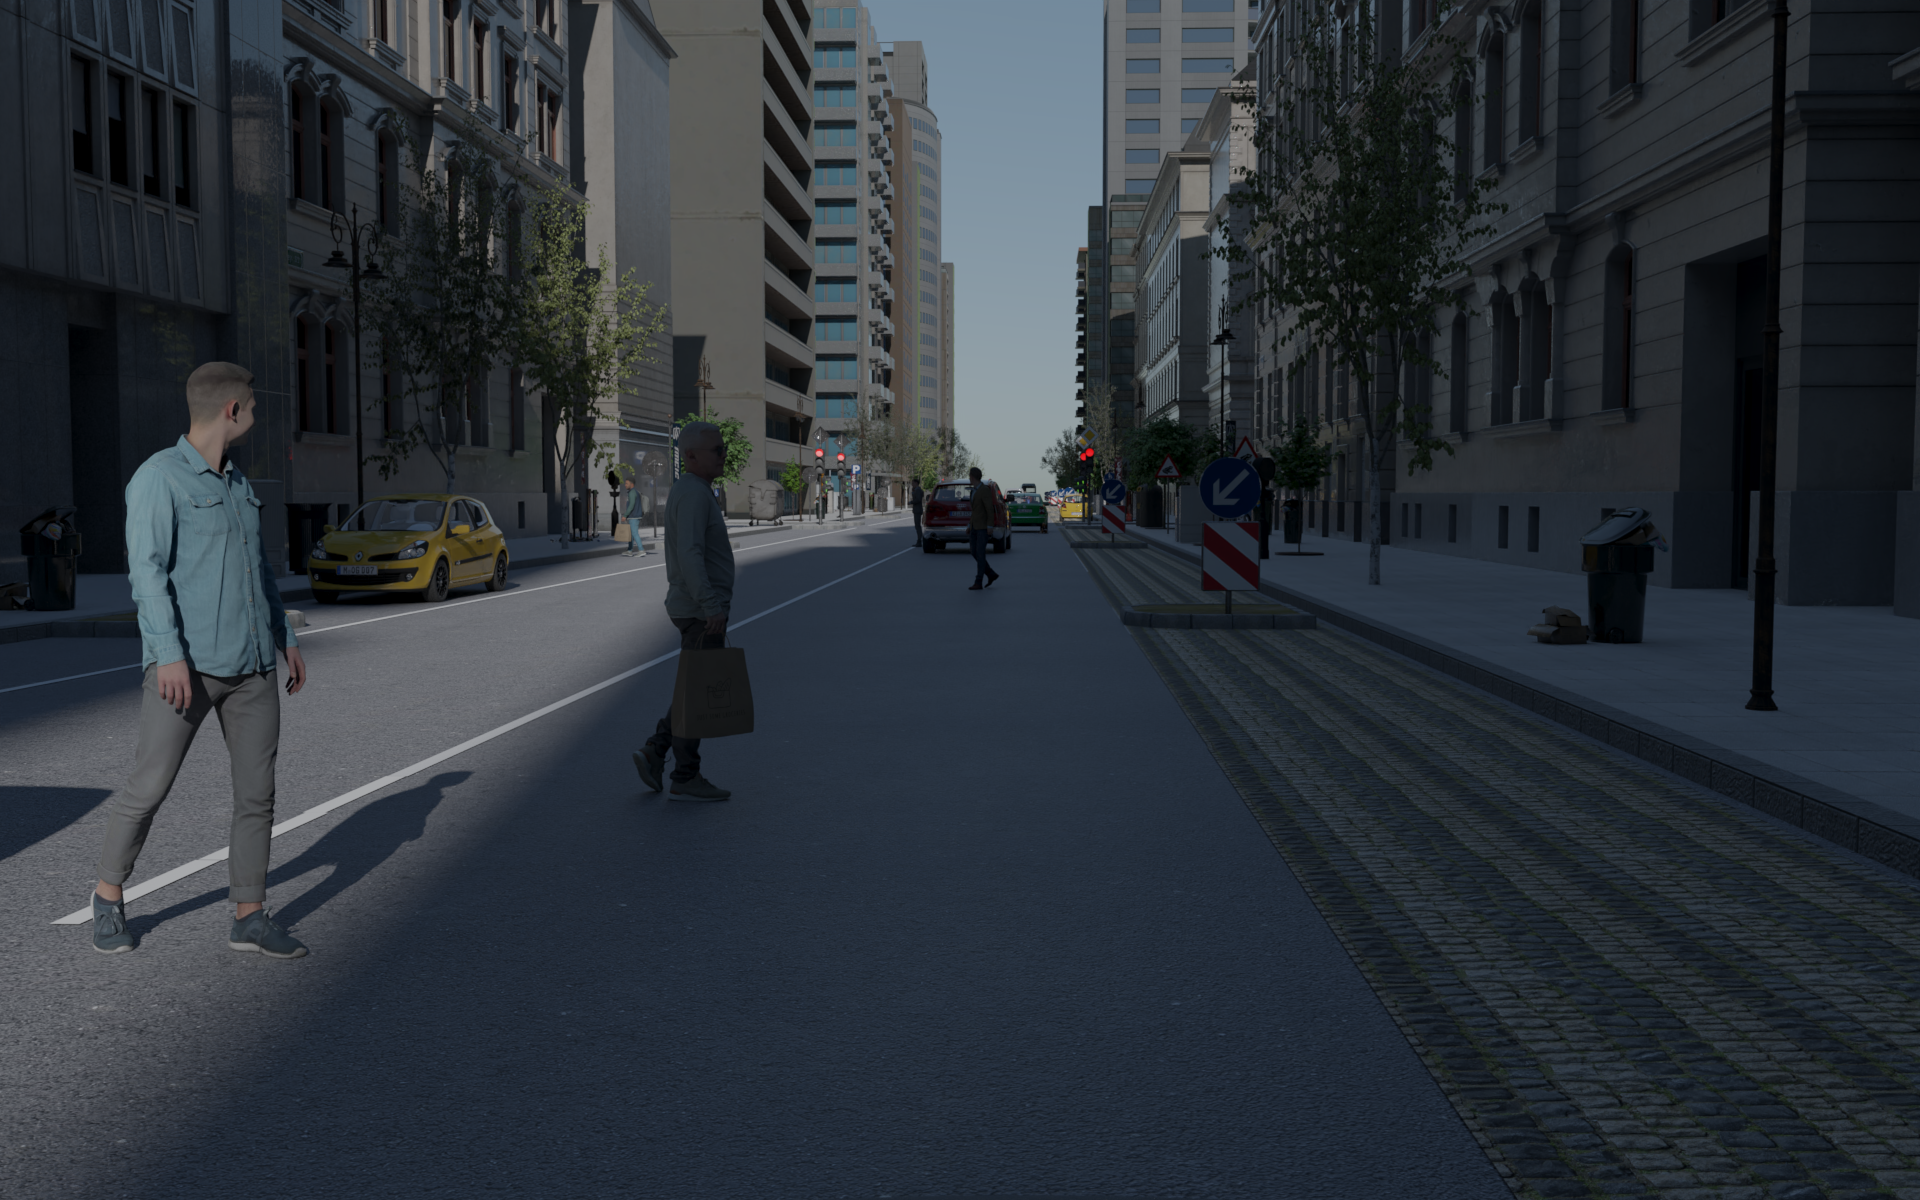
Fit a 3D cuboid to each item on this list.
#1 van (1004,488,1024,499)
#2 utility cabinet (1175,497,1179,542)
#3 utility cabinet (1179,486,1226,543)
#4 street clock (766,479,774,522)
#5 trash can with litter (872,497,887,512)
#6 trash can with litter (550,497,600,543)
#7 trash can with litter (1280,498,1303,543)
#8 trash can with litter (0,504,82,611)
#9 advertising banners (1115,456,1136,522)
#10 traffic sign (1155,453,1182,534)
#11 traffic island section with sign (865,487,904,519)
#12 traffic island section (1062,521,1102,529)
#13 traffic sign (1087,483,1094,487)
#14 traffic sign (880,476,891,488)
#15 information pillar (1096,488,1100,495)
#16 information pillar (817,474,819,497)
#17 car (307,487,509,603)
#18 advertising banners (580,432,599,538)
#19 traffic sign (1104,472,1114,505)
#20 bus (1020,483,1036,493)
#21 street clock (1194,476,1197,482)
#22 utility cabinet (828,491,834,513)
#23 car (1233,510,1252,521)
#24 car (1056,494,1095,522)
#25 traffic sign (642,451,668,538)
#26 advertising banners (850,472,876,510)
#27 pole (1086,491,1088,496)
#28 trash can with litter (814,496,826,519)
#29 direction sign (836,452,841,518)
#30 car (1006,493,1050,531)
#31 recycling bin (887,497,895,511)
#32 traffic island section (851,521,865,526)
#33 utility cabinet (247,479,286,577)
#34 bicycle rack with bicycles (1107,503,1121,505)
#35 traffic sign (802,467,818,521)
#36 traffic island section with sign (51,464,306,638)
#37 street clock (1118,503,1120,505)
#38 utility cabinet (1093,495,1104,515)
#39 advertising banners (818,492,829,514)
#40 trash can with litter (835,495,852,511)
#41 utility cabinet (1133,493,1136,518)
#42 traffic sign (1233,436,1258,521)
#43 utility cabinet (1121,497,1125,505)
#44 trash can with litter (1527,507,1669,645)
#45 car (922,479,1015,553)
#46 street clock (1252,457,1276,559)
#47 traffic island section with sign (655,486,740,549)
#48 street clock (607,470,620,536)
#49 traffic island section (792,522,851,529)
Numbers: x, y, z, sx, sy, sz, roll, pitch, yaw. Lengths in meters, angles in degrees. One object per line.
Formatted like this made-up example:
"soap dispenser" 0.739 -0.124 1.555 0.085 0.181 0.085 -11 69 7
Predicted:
"van" 3.897 -7.177 124.360 2.013 2.044 4.112 0 4 1
"utility cabinet" 5.946 -2.170 46.637 0.306 1.237 1.020 0 4 4
"utility cabinet" 6.318 -2.230 45.146 1.173 1.500 0.318 0 4 1
"street clock" -8.871 -4.661 80.782 0.358 2.002 0.471 -3 5 -44
"trash can with litter" -5.628 -6.764 121.986 1.055 1.170 0.624 -2 4 -24
"trash can with litter" -10.542 -2.175 46.613 1.678 1.210 2.233 1 4 8
"trash can with litter" 8.611 -2.066 45.173 0.624 1.170 1.055 0 4 5
"trash can with litter" -10.257 -0.470 19.072 1.055 1.170 0.624 0 4 6
"advertising banners" 7.832 -5.123 79.941 0.090 3.025 2.074 -3 4 -37
"traffic sign" 6.655 -3.385 55.346 0.884 2.594 0.081 1 4 12
"traffic island section with sign" -4.515 -5.701 101.843 1.989 1.847 2.006 0 4 2
"traffic island section" 5.675 -3.483 79.236 2.009 0.180 2.903 0 4 2
"traffic sign" 10.095 -8.164 133.582 0.768 2.556 0.104 0 4 6
"traffic sign" -5.282 -7.514 122.953 0.768 2.556 0.104 0 4 7
"information pillar" 11.630 -8.642 145.795 0.304 2.012 0.304 1 4 13
"information pillar" -12.502 -9.821 151.925 0.183 3.616 0.504 2 4 34
"car" -7.635 -0.851 24.130 2.015 1.641 3.980 0 4 3
"advertising banners" -10.604 -3.262 49.518 0.090 3.025 2.074 0 4 1
"traffic sign" 8.809 -6.205 101.554 0.768 2.556 0.104 1 4 10
"bus" 11.848 -18.885 303.621 2.948 3.499 13.247 0 4 0
"street clock" 7.824 -3.143 55.962 0.471 2.002 0.358 -2 4 -26
"utility cabinet" -8.662 -6.568 116.070 0.318 1.500 1.173 0 4 2
"car" 13.495 -3.791 73.984 4.499 1.417 2.014 0 4 4
"car" 6.004 -4.865 89.766 2.015 1.641 3.980 0 4 2
"traffic sign" -8.988 -3.113 51.006 0.768 2.556 0.104 0 4 3
"advertising banners" -7.837 -8.778 139.704 2.074 3.025 0.090 0 4 7
"pole" 10.311 -8.976 140.605 0.158 3.312 0.155 0 3 0
"trash can with litter" -7.193 -4.731 88.734 0.624 1.170 1.055 0 4 -6
"direction sign" -6.503 -6.219 93.673 0.379 3.537 0.876 0 4 7
"car" 2.452 -3.508 66.159 1.959 1.807 4.718 0 4 2
"recycling bin" -5.350 -7.267 131.364 0.722 1.027 0.722 1 4 9
"traffic island section" -5.456 -3.513 79.712 2.009 0.180 2.903 0 4 2
"utility cabinet" -10.720 -1.054 25.919 0.318 1.500 1.173 3 4 38
"bicycle rack with bicycles" 10.807 -6.176 114.360 2.852 0.926 2.925 0 4 -5
"traffic sign" -7.080 -4.987 81.643 0.768 2.556 0.104 1 4 10
"traffic island section with sign" -8.071 -0.587 18.219 1.989 1.847 2.006 0 4 2
"street clock" 12.601 -8.122 137.364 0.471 2.002 0.358 -3 5 -42
"utility cabinet" 8.629 -5.841 106.663 0.306 1.237 1.020 0 4 -7
"advertising banners" -9.455 -7.046 111.391 2.074 3.025 0.090 -1 4 -17
"trash can with litter" -8.922 -7.179 128.432 2.233 1.210 1.678 -1 4 -15
"utility cabinet" 9.207 -5.059 91.400 0.318 1.500 1.173 -1 4 -15
"traffic sign" 6.345 -2.359 38.567 0.884 2.594 0.081 0 4 6
"utility cabinet" 9.007 -5.110 94.714 0.306 1.237 1.020 0 4 -1
"trash can with litter" 5.477 -0.214 14.885 1.055 1.170 0.624 -1 4 -18
"car" 0.216 -2.133 43.545 2.281 1.827 5.304 0 4 4
"street clock" 5.963 -1.805 34.083 0.471 2.002 0.358 -3 4 -37
"traffic island section with sign" -6.894 -2.273 45.791 1.989 1.847 2.006 0 4 2
"street clock" -10.496 -2.941 52.657 0.358 2.002 0.471 -3 5 -40
"traffic island section" -5.795 -3.025 71.734 2.009 0.180 2.903 0 4 2
